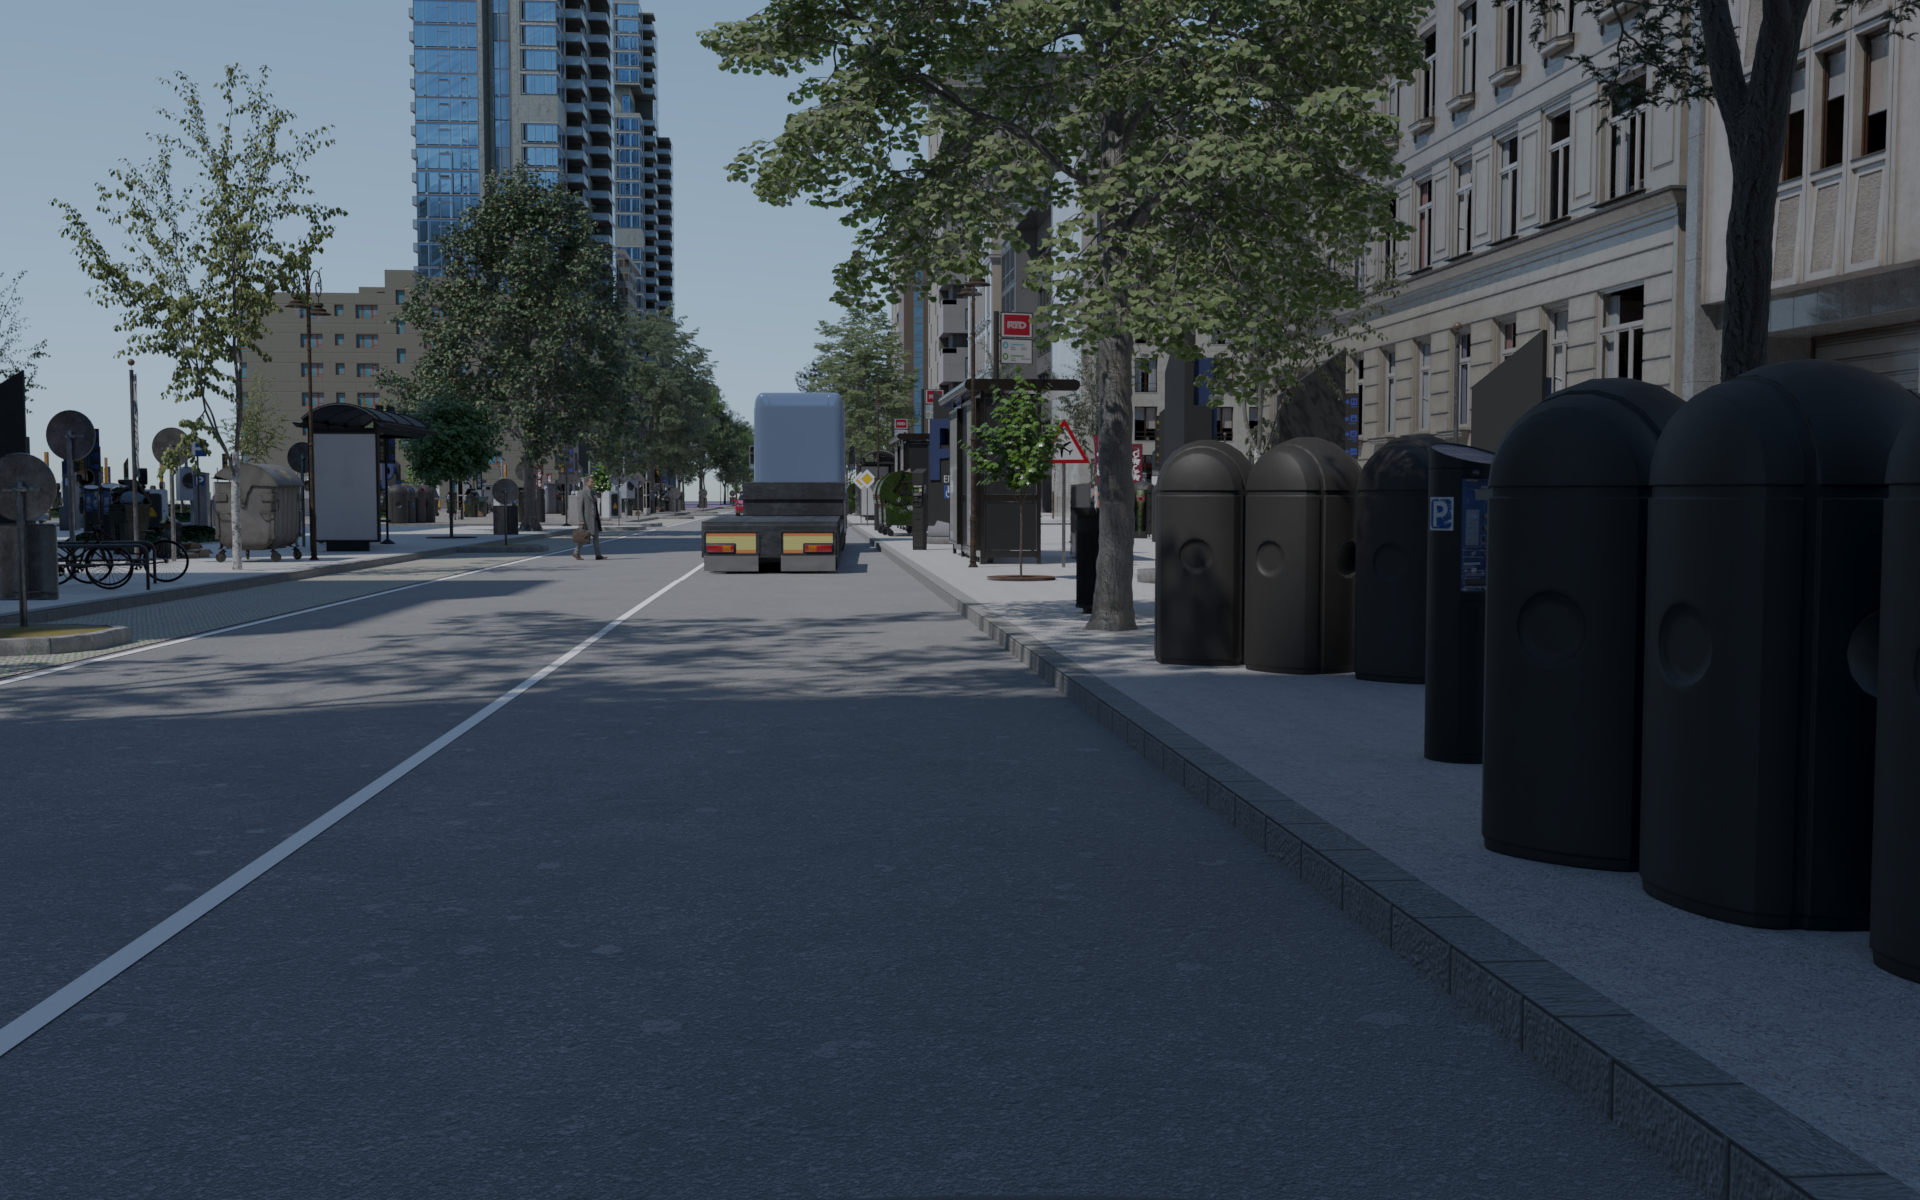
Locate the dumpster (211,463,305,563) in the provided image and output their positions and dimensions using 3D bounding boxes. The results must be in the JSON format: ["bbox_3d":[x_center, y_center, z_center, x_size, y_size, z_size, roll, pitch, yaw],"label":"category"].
[{"bbox_3d":[-13.408,-1.672,33.099,1.264,1.857,1.865,0,4,-5],"label":"dumpster"}]

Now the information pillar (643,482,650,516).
[{"bbox_3d":[-18.572,-6.007,102.705,0.304,2.012,0.304,3,5,43],"label":"information pillar"}]

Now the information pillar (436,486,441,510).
[{"bbox_3d":[-42.085,-9.075,139.725,0.183,3.616,0.504,-3,5,-44],"label":"information pillar"}]

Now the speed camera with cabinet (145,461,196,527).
[{"bbox_3d":[-26.673,-3.908,58.234,2.038,3.252,0.660,-3,5,-39],"label":"speed camera with cabinet"}]

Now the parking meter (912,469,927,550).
[{"bbox_3d":[-0.926,-2.079,39.711,0.255,1.863,0.399,1,4,15],"label":"parking meter"}]

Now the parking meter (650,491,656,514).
[{"bbox_3d":[-19.714,-6.212,109.970,0.372,1.533,0.369,0,3,0],"label":"parking meter"}]

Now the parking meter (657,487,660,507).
[{"bbox_3d":[-25.722,-8.709,148.096,0.255,1.863,0.399,0,4,1],"label":"parking meter"}]

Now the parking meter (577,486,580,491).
[{"bbox_3d":[-28.930,-7.708,131.743,0.399,1.863,0.255,-3,5,-45],"label":"parking meter"}]

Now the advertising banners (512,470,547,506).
[{"bbox_3d":[-26.291,-6.662,105.113,2.074,3.025,0.090,0,4,0],"label":"advertising banners"}]

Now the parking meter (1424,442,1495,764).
[{"bbox_3d":[2.443,0.003,8.357,0.372,1.533,0.369,0,3,0],"label":"parking meter"}]

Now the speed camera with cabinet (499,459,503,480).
[{"bbox_3d":[-25.690,-6.329,97.808,0.660,3.252,2.038,-1,4,-13],"label":"speed camera with cabinet"}]

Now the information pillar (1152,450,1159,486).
[{"bbox_3d":[9.158,-5.459,80.606,0.504,3.616,0.183,3,5,41],"label":"information pillar"}]

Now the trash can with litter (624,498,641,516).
[{"bbox_3d":[-19.185,-5.514,101.549,1.055,1.170,0.624,0,4,-7],"label":"trash can with litter"}]

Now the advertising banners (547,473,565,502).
[{"bbox_3d":[-33.284,-8.995,143.258,2.074,3.025,0.090,1,4,15],"label":"advertising banners"}]

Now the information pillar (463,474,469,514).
[{"bbox_3d":[-27.767,-6.468,97.100,0.504,3.616,0.183,-2,4,-33],"label":"information pillar"}]

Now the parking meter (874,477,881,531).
[{"bbox_3d":[-2.804,-3.371,60.820,0.399,1.863,0.255,-1,4,-14],"label":"parking meter"}]

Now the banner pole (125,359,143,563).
[{"bbox_3d":[-15.212,-2.566,31.967,0.401,3.779,0.863,-2,4,-33],"label":"banner pole"}]

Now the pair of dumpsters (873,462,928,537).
[{"bbox_3d":[-1.860,-3.159,54.151,1.574,2.255,4.437,0,4,-5],"label":"pair of dumpsters"}]

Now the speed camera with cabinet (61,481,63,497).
[{"bbox_3d":[-60.054,-7.534,117.523,0.660,3.252,2.038,1,4,12],"label":"speed camera with cabinet"}]

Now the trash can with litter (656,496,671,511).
[{"bbox_3d":[-21.971,-7.177,128.737,1.055,1.170,0.624,2,4,28],"label":"trash can with litter"}]

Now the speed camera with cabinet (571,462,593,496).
[{"bbox_3d":[-20.473,-6.087,93.852,0.660,3.252,2.038,-2,4,-31],"label":"speed camera with cabinet"}]

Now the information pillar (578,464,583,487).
[{"bbox_3d":[-29.194,-8.685,133.346,0.504,3.616,0.183,2,4,30],"label":"information pillar"}]

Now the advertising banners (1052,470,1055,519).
[{"bbox_3d":[4.804,-5.675,88.968,0.090,3.025,2.074,0,3,0],"label":"advertising banners"}]

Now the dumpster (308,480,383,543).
[{"bbox_3d":[-16.253,-2.650,45.820,1.502,2.255,1.985,0,4,-5],"label":"dumpster"}]

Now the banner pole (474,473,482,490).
[{"bbox_3d":[-35.644,-8.431,127.860,0.863,3.779,0.401,-3,4,-37],"label":"banner pole"}]

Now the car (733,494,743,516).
[{"bbox_3d":[-13.842,-6.418,113.973,2.155,1.783,4.494,0,4,-5],"label":"car"}]

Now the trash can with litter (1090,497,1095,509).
[{"bbox_3d":[6.188,-4.097,78.366,1.055,1.170,0.624,2,4,29],"label":"trash can with litter"}]

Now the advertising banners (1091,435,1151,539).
[{"bbox_3d":[4.685,-3.313,50.354,2.074,3.025,0.090,3,5,43],"label":"advertising banners"}]

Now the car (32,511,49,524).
[{"bbox_3d":[-39.874,-3.760,70.143,5.304,1.827,2.281,0,4,-6],"label":"car"}]

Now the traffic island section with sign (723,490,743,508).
[{"bbox_3d":[-23.100,-10.260,176.378,1.989,1.847,2.006,0,4,-5],"label":"traffic island section with sign"}]

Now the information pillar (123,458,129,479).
[{"bbox_3d":[-53.763,-7.363,111.735,0.183,3.616,0.504,0,4,4],"label":"information pillar"}]

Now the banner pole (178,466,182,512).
[{"bbox_3d":[-40.505,-6.109,89.900,0.401,3.779,0.863,-2,4,-35],"label":"banner pole"}]

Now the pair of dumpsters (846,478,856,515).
[{"bbox_3d":[-6.534,-6.518,109.069,1.574,2.255,4.437,0,4,-5],"label":"pair of dumpsters"}]

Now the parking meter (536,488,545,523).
[{"bbox_3d":[-18.836,-4.247,77.849,0.372,1.533,0.369,0,3,0],"label":"parking meter"}]

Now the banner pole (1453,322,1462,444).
[{"bbox_3d":[7.174,-2.146,25.105,0.401,3.779,0.863,1,4,18],"label":"banner pole"}]

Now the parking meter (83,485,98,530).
[{"bbox_3d":[-23.250,-2.323,46.391,0.372,1.533,0.369,0,3,0],"label":"parking meter"}]

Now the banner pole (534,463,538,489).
[{"bbox_3d":[-19.738,-5.518,80.236,0.863,3.779,0.401,2,4,33],"label":"banner pole"}]

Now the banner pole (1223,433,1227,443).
[{"bbox_3d":[10.761,-4.921,70.473,0.401,3.779,0.863,1,4,10],"label":"banner pole"}]

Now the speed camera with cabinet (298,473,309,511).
[{"bbox_3d":[-34.356,-5.833,89.699,2.038,3.252,0.660,0,4,1],"label":"speed camera with cabinet"}]

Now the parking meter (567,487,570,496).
[{"bbox_3d":[-32.314,-8.369,142.544,0.399,1.863,0.255,3,5,45],"label":"parking meter"}]

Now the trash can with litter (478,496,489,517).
[{"bbox_3d":[-26.884,-5.266,97.489,0.624,1.170,1.055,0,4,-7],"label":"trash can with litter"}]

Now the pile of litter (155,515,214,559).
[{"bbox_3d":[-15.751,-1.296,35.161,1.176,0.858,1.719,0,3,0],"label":"pile of litter"}]

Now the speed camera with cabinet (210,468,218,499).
[{"bbox_3d":[-55.596,-8.197,128.353,0.660,3.252,2.038,3,5,41],"label":"speed camera with cabinet"}]

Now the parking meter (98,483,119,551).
[{"bbox_3d":[-19.265,-1.890,39.316,0.372,1.533,0.369,0,3,0],"label":"parking meter"}]

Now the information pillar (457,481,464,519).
[{"bbox_3d":[-25.467,-5.125,88.290,0.304,2.012,0.304,-1,4,-19],"label":"information pillar"}]

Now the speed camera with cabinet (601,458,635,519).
[{"bbox_3d":[-18.081,-5.951,91.634,0.660,3.252,2.038,2,4,30],"label":"speed camera with cabinet"}]
